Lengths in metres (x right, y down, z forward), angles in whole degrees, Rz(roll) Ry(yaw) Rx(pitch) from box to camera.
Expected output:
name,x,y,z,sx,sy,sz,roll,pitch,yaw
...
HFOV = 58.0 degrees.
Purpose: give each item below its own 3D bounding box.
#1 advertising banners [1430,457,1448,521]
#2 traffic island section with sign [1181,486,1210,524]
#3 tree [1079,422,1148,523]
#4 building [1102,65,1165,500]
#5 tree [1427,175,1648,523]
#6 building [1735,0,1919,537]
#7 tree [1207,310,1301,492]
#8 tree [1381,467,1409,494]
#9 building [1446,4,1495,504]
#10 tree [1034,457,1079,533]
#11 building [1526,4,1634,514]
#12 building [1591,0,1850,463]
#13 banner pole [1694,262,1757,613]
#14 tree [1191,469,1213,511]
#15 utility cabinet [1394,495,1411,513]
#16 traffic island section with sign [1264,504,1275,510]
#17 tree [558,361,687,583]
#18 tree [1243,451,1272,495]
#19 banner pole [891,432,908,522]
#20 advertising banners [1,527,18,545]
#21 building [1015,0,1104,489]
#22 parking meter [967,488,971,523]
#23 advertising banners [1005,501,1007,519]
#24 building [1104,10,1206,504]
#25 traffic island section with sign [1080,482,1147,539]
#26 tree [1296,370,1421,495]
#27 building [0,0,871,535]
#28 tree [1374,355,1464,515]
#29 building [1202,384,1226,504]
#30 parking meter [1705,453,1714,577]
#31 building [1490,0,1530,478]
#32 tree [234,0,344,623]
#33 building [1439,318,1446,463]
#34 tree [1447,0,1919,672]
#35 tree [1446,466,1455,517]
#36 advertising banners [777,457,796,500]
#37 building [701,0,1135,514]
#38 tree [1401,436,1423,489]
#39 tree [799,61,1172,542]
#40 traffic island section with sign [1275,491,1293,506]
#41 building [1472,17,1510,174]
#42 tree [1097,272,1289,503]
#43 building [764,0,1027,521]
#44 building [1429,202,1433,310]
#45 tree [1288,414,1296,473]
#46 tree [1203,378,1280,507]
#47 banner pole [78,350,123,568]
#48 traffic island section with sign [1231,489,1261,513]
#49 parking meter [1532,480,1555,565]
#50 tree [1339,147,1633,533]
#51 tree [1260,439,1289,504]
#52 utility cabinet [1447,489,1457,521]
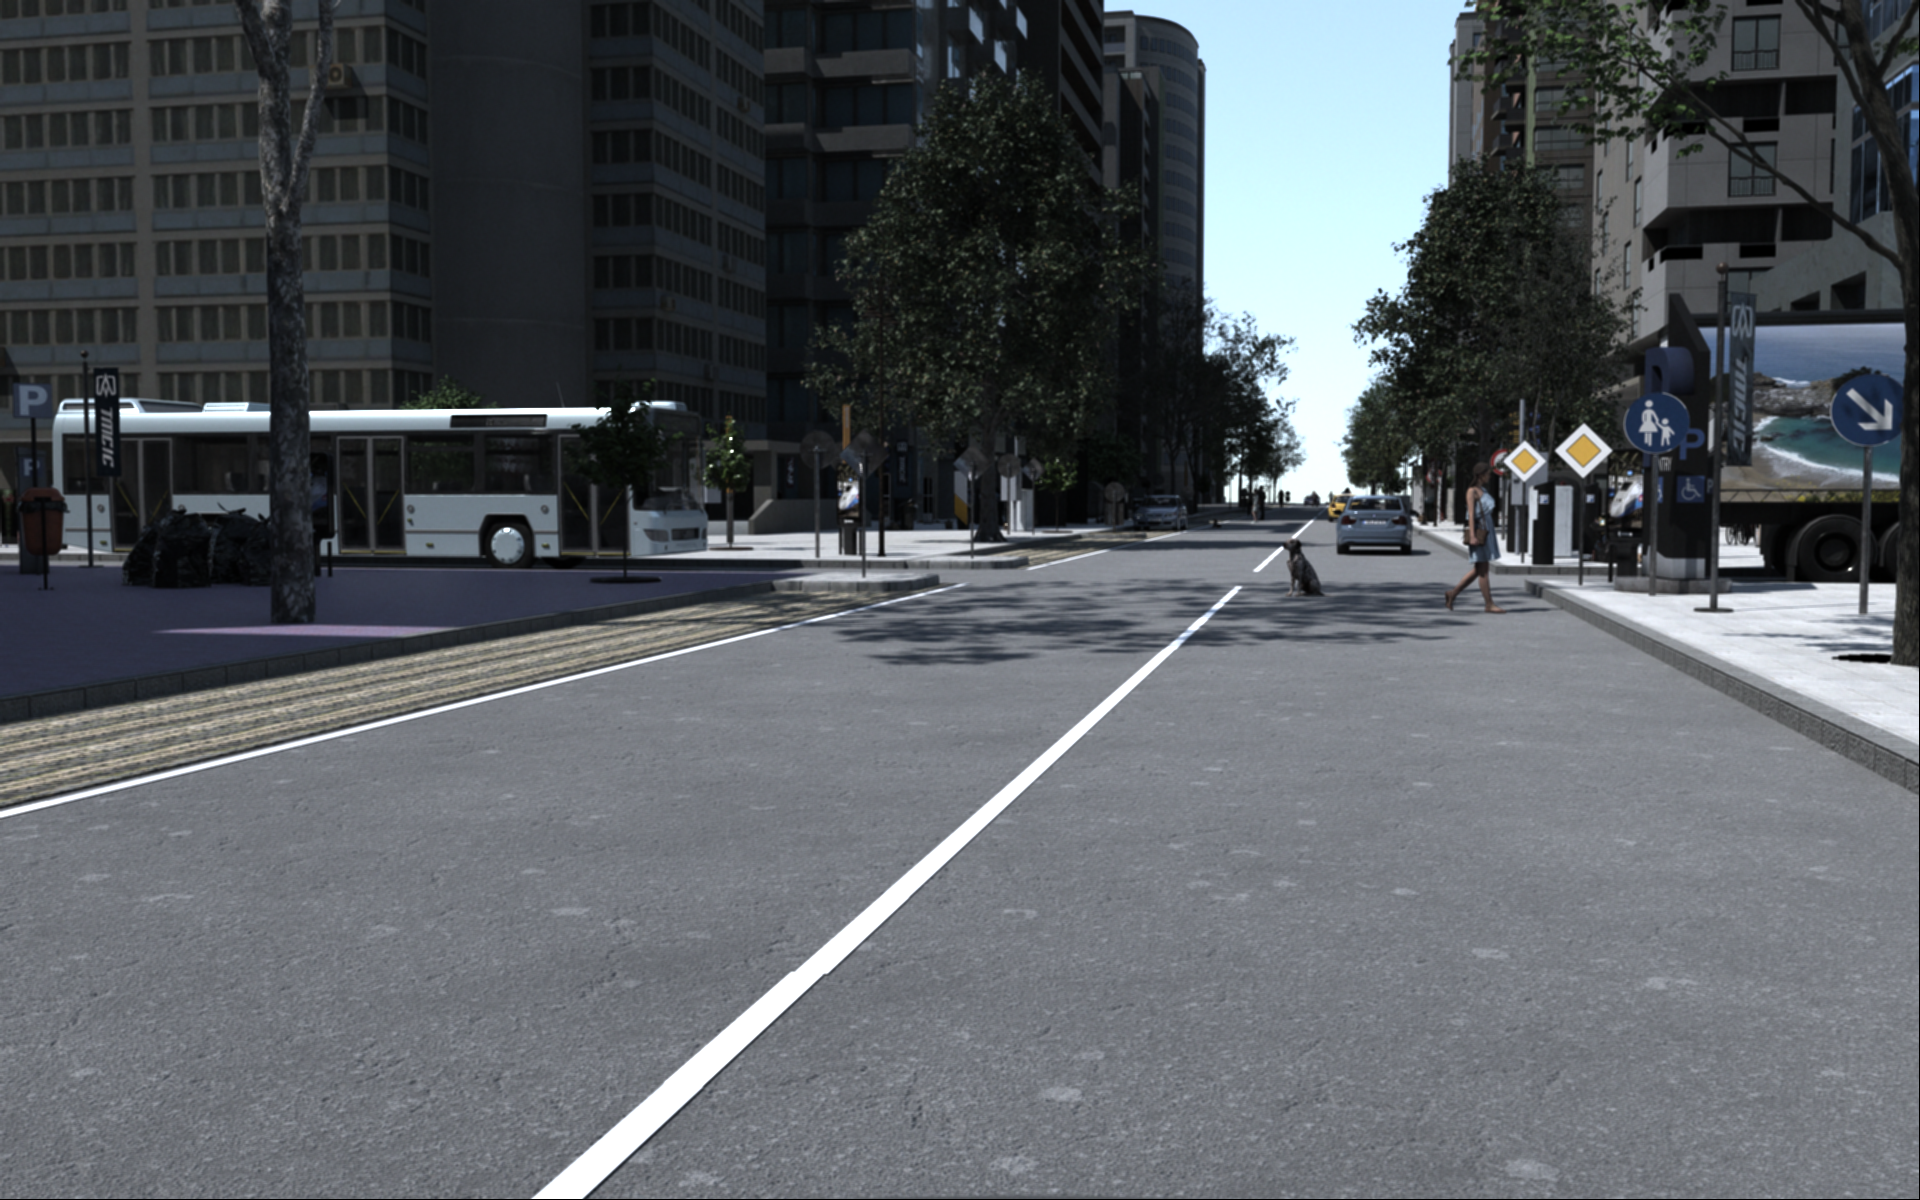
name,x,y,z,sx,sy,sz,roll,pitch,yaw
advertising banners,22.794,-5.244,81.928,2.074,3.025,0.090,-3,5,-40
traffic island section with sign,10.950,-4.556,83.113,1.989,1.847,2.006,1,4,12
tree,6.833,-5.796,78.481,4.285,4.588,4.351,0,3,0
building,11.313,-29.274,162.229,14.154,41.232,14.086,1,4,12
tree,14.009,-5.550,41.105,4.360,8.622,3.978,0,3,0
building,38.488,-44.778,44.789,31.000,86.520,22.319,1,4,12
tree,29.509,-19.921,181.601,12.611,20.169,13.585,0,3,0
tree,31.461,-7.966,124.843,1.663,3.219,1.824,0,3,0
building,70.607,-41.016,212.610,21.231,58.520,28.212,1,4,12
tree,3.097,-3.842,57.418,1.663,3.219,1.824,0,3,0
building,45.750,-26.578,118.150,14.154,41.232,14.086,1,4,12
building,46.475,-30.198,82.972,28.713,52.752,27.495,1,4,12
banner pole,8.428,-1.769,18.936,0.863,3.779,0.401,-2,4,-33
tree,18.625,-8.490,133.414,1.663,3.219,1.824,0,3,0
utility cabinet,26.510,-5.662,103.734,1.020,1.237,0.306,-2,4,-23
traffic island section with sign,27.399,-9.118,157.705,1.989,1.847,2.006,1,4,12
tree,-4.962,-1.885,25.417,1.663,3.219,1.824,0,3,0
tree,36.126,-15.988,211.769,4.737,8.622,4.395,0,3,0
banner pole,-2.470,-4.858,69.446,0.863,3.779,0.401,0,4,-4
advertising banners,-24.839,-2.919,43.912,2.074,3.025,0.090,0,4,2
building,-1.907,-30.483,122.105,21.300,48.544,21.600,1,4,12
parking meter,0.488,-4.147,76.216,0.372,1.533,0.369,0,3,0
advertising banners,2.702,-5.669,88.873,0.090,3.025,2.074,-1,4,-19
building,18.574,-41.146,214.737,21.231,58.520,28.212,1,4,12
traffic island section with sign,5.012,-2.905,56.128,1.989,1.847,2.006,1,4,12
tree,41.955,-15.917,170.609,12.009,13.543,11.850,0,3,0
building,-20.686,-22.705,63.108,32.217,40.220,23.993,1,4,12
tree,23.010,-8.252,85.280,4.737,8.622,4.395,0,3,0
building,22.736,-24.443,244.686,27.650,21.520,28.899,1,4,12
parking meter,10.490,-1.152,24.552,0.399,1.863,0.255,-3,4,-39
building,54.363,-29.608,138.721,22.147,44.769,28.867,1,4,12
tree,-7.891,-9.787,15.908,12.611,20.169,13.585,0,3,0
building,71.435,-33.722,234.942,14.154,41.232,14.086,1,4,12
tree,7.193,-5.326,12.842,9.928,11.665,9.643,0,3,0
tree,26.805,-6.251,96.807,1.663,3.219,1.824,0,3,0
advertising banners,-8.320,-5.032,78.454,2.074,3.025,0.090,-2,4,-35
building,-1.847,-27.753,145.644,32.217,40.220,23.993,1,4,12
tree,21.077,-7.691,76.106,4.360,8.622,3.978,0,3,0
tree,0.774,-7.902,46.213,9.611,12.733,9.660,0,3,0
traffic island section with sign,39.495,-12.476,212.605,1.989,1.847,2.006,1,4,12
building,54.941,-31.222,160.585,14.600,45.320,14.200,1,4,12
tree,11.892,-11.376,96.368,12.009,13.543,11.850,0,3,0
building,-8.662,-29.164,96.435,23.786,49.044,30.456,1,4,12
building,74.863,-36.671,249.677,14.600,45.320,14.200,1,4,12
tree,46.319,-21.036,254.306,12.009,13.543,11.850,0,3,0
tree,27.723,-15.320,168.607,7.486,12.596,7.792,0,3,0
banner pole,-15.022,-2.461,30.249,0.863,3.779,0.401,0,4,8
traffic island section with sign,21.591,-7.506,131.357,1.989,1.847,2.006,1,4,12
parking meter,10.555,-1.401,31.314,0.372,1.533,0.369,0,3,0
tree,17.533,-8.587,57.413,9.611,12.733,9.660,0,3,0
tree,44.515,-18.027,245.109,4.360,8.622,3.978,0,3,0
utility cabinet,24.445,-4.647,84.658,0.318,1.500,1.173,-1,4,-21
